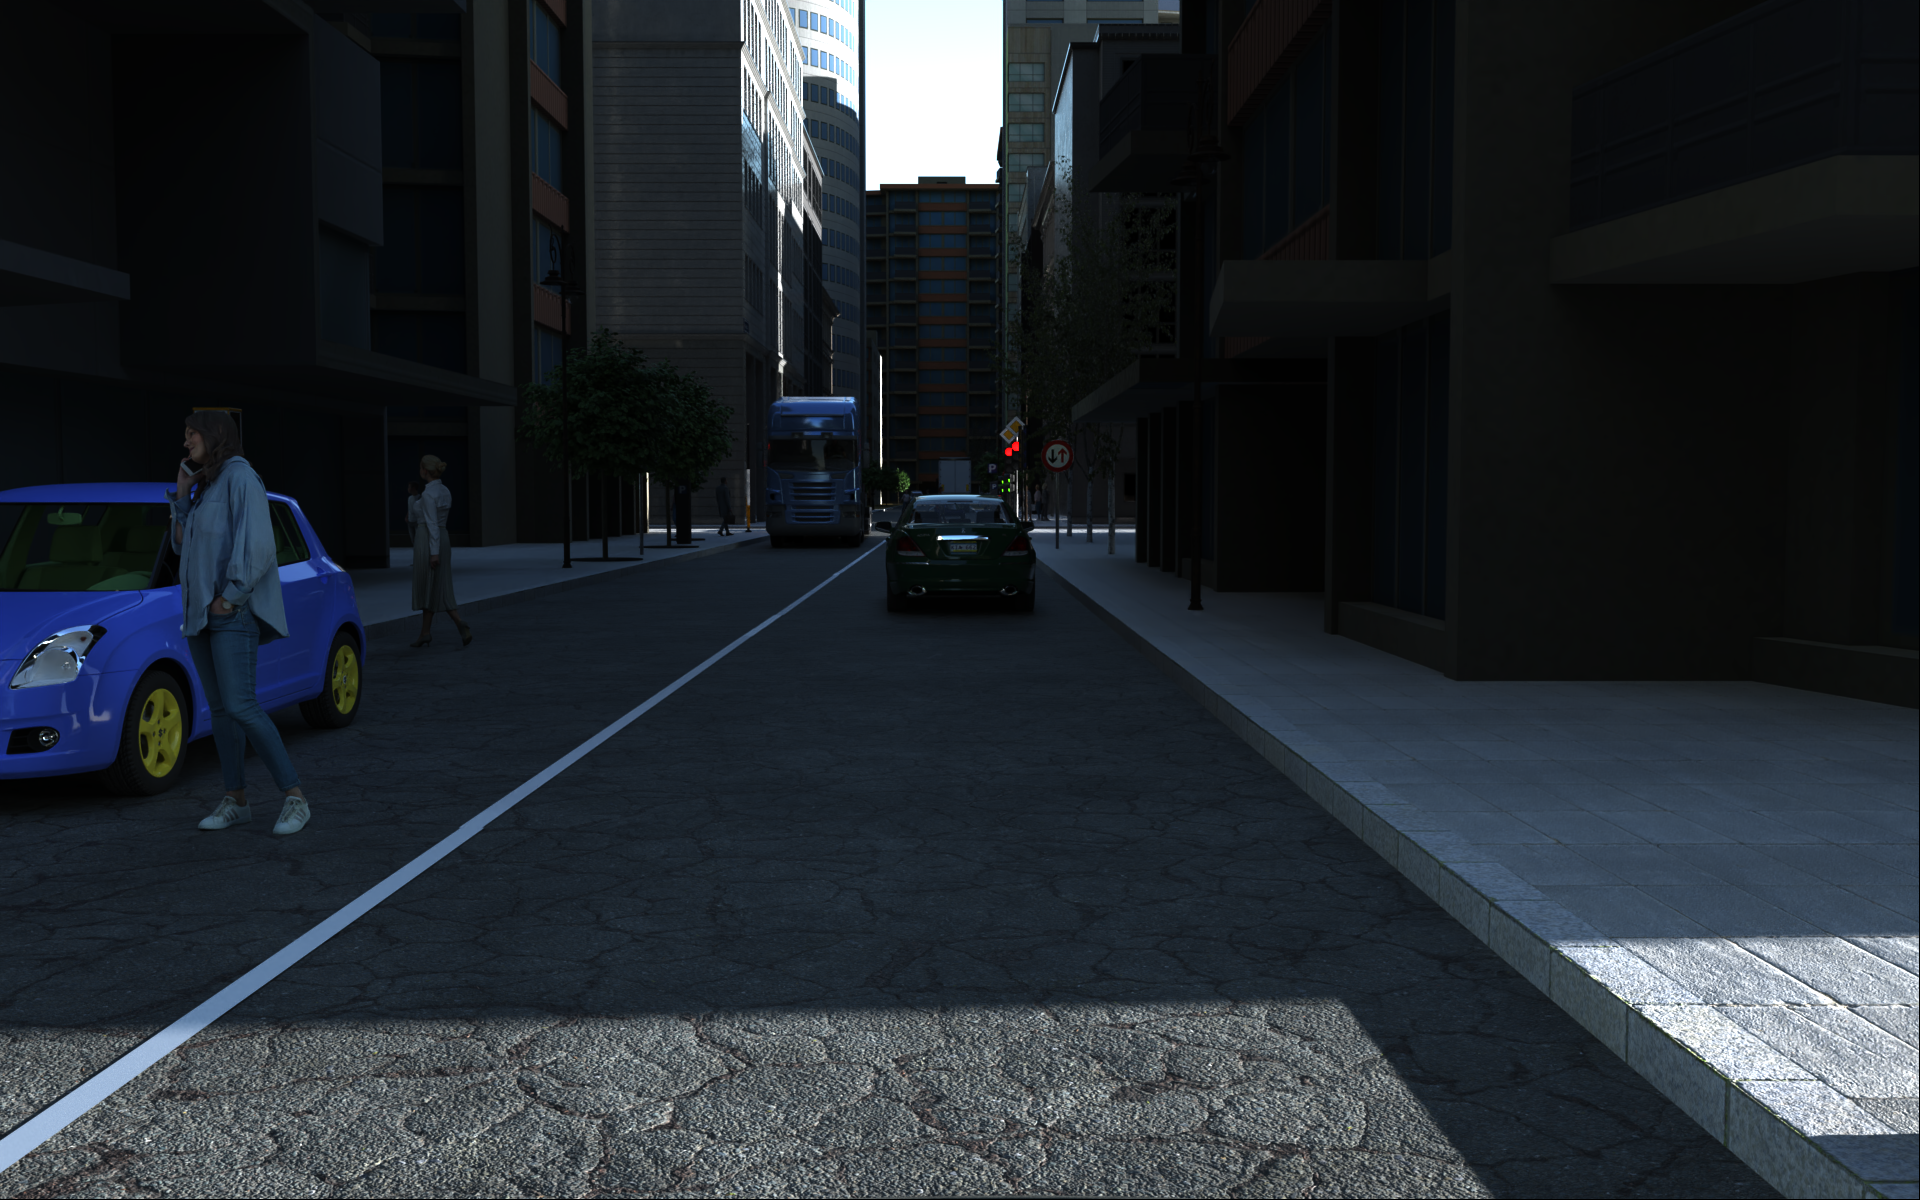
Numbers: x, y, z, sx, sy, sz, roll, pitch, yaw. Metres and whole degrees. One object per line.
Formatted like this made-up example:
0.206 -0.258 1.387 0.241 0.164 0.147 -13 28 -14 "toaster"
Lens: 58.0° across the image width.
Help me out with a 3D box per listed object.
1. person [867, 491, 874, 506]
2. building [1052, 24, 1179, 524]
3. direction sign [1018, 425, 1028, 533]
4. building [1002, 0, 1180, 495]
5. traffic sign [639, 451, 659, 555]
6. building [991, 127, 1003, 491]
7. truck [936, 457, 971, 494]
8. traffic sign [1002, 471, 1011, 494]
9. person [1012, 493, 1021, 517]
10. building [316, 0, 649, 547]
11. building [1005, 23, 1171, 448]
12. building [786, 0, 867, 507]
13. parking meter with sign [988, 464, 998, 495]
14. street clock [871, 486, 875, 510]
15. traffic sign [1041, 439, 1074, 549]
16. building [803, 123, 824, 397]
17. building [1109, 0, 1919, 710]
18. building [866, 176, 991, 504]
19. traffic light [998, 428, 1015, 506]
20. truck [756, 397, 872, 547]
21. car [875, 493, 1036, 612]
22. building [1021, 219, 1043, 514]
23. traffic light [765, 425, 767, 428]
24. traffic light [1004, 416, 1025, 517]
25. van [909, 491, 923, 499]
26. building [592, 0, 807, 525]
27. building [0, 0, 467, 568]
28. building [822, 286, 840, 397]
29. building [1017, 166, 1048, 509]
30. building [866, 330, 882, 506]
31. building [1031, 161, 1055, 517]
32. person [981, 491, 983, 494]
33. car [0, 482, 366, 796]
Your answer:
-10.023 -11.285 190.647 1.348 1.812 0.705 -3 5 -39 "person"
19.606 -15.878 78.676 30.058 24.678 14.314 0 4 0 "building"
2.070 -3.988 57.204 0.379 3.537 0.876 -1 4 -16 "direction sign"
14.781 -38.729 175.220 21.231 58.520 28.212 0 4 0 "building"
-6.723 -2.226 36.506 0.768 2.556 0.104 0 3 0 "traffic sign"
15.340 -33.609 204.135 22.147 44.769 28.867 0 4 0 "building"
-0.478 -9.111 137.881 2.839 4.237 11.283 0 4 -1 "truck"
2.407 -5.055 82.761 0.768 2.556 0.104 0 4 5 "traffic sign"
3.167 -5.589 97.621 0.583 1.804 0.606 2 4 28 "person"
-23.555 -24.016 47.291 28.867 44.769 22.147 0 4 0 "building"
11.048 -28.809 154.621 14.154 41.232 14.086 0 4 0 "building"
-19.781 -37.693 158.285 21.231 58.520 28.212 0 4 0 "building"
1.897 -6.236 98.227 0.543 3.016 1.738 0 4 -3 "parking meter with sign"
-7.069 -8.325 140.680 0.358 2.002 0.471 -1 4 -13 "street clock"
2.281 -2.471 40.500 0.768 2.556 0.104 0 4 6 "traffic sign"
-16.794 -19.556 113.254 14.314 27.812 24.014 0 4 0 "building"
12.985 -22.277 18.856 22.147 44.769 28.867 0 4 0 "building"
-3.195 -35.889 241.402 28.867 44.769 22.147 0 4 0 "building"
1.962 -4.966 70.118 0.839 4.253 0.868 0 4 0 "traffic light"
-4.124 -3.914 53.747 2.967 4.110 18.799 0 4 -2 "truck"
-0.046 -0.657 22.544 2.131 1.459 4.920 0 4 -2 "car"
10.592 -17.581 117.132 12.332 23.373 15.834 0 4 0 "building"
-6.563 -4.474 62.078 0.839 4.253 0.868 0 4 0 "traffic light"
1.998 -4.478 62.133 0.839 4.253 0.868 0 4 0 "traffic light"
-5.156 -12.188 206.278 2.013 2.044 4.112 0 4 -1 "van"
-14.416 -18.865 85.943 11.434 29.767 29.804 0 4 0 "building"
-20.912 -26.022 14.705 28.713 52.752 27.495 0 4 0 "building"
-15.202 -16.545 135.136 10.561 19.102 19.286 0 4 0 "building"
10.829 -19.397 135.165 12.078 24.808 19.932 0 4 0 "building"
-24.281 -22.044 205.457 28.899 21.520 27.650 0 4 0 "building"
10.291 -16.050 98.573 11.583 22.565 21.152 0 4 0 "building"
2.765 -12.739 215.054 1.217 1.736 0.721 0 4 1 "person"
-4.614 0.015 9.350 1.945 1.707 3.694 0 4 1 "car"
